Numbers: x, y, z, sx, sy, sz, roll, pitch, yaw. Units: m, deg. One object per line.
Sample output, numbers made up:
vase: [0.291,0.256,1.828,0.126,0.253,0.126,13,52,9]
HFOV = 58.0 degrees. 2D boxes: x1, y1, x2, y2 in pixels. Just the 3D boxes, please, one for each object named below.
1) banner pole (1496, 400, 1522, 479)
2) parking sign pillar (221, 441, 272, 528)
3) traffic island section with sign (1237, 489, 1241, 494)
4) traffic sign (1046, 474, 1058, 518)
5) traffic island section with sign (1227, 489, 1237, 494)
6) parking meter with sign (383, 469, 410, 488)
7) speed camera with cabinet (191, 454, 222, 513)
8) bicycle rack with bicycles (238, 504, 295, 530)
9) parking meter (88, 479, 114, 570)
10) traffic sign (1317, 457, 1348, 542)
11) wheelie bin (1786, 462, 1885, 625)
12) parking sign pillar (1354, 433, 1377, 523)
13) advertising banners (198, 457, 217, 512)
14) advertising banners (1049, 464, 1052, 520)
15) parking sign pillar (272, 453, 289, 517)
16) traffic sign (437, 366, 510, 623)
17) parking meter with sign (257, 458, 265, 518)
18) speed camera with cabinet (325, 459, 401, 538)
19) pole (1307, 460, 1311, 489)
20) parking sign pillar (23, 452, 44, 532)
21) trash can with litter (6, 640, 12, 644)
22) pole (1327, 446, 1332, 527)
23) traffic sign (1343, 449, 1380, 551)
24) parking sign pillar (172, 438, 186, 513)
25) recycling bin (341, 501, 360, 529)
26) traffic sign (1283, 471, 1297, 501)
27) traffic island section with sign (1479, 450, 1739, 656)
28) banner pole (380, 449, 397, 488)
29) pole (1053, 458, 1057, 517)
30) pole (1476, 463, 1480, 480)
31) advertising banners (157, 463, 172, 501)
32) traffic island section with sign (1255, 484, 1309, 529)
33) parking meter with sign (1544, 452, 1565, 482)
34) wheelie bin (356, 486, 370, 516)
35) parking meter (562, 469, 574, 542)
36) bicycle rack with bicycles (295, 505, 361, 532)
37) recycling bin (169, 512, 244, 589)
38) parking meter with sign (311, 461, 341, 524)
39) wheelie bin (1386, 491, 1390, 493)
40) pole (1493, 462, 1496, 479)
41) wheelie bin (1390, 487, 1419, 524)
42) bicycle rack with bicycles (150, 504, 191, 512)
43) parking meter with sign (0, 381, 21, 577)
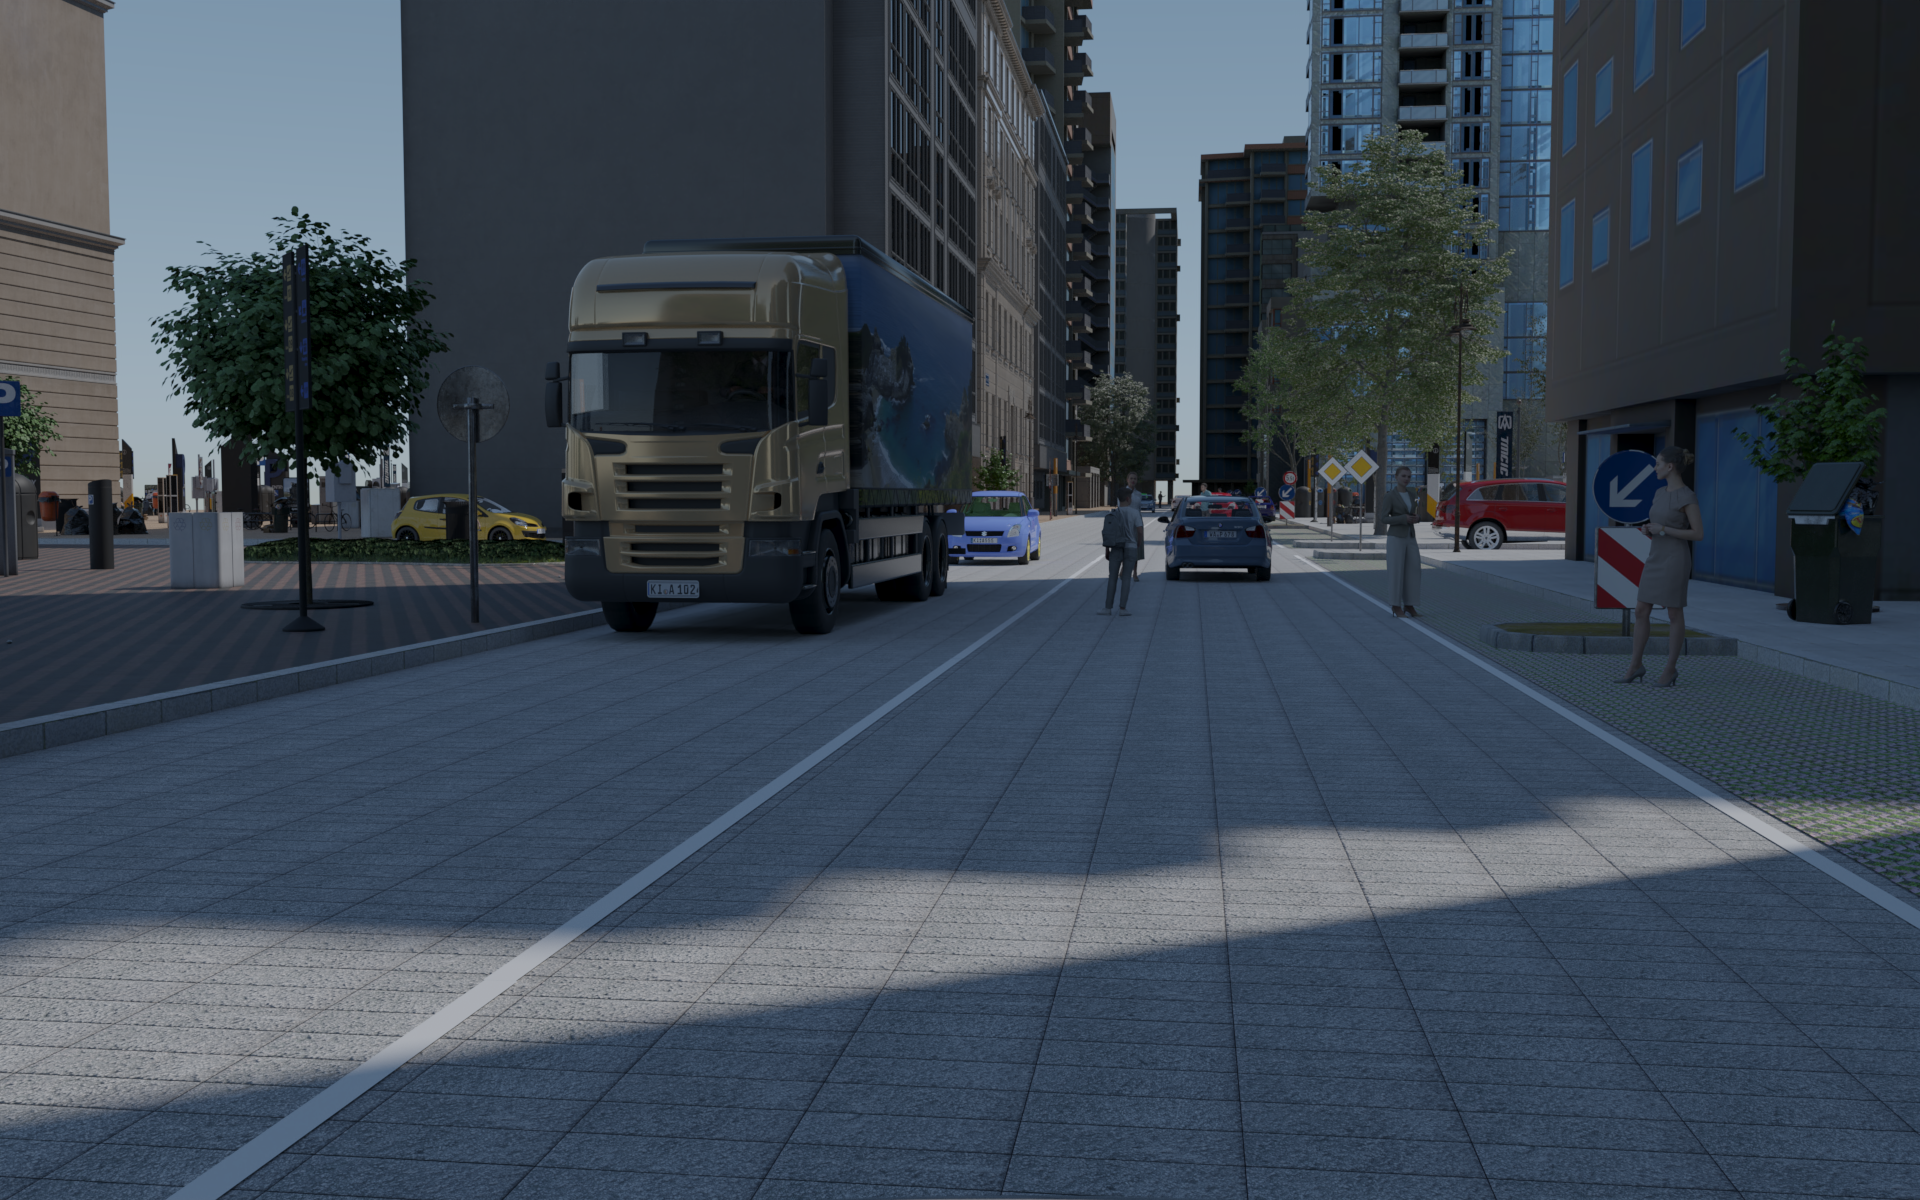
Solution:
banner pole: [14.609,-3.426,46.026,0.863,3.779,0.401,-1,4,-9]
parking sign pillar: [-27.555,-4.756,66.225,1.447,3.967,1.447,1,4,13]
traffic island section with sign: [16.941,-5.490,98.384,1.989,1.847,2.006,0,4,8]
traffic sign: [4.696,-5.277,88.403,0.606,2.300,0.079,1,4,17]
traffic island section with sign: [27.107,-10.153,174.624,1.989,1.847,2.006,0,4,8]
parking meter with sign: [-38.470,-7.434,117.802,1.738,3.016,0.543,1,4,18]
speed camera with cabinet: [-37.221,-5.633,86.428,2.038,3.252,0.660,-2,4,-30]
bicycle rack with bicycles: [-24.844,-2.978,62.075,2.925,0.926,2.852,0,4,-7]
parking meter: [-14.669,-1.295,29.577,0.372,1.533,0.369,0,3,0]
traffic sign: [10.024,-2.631,46.662,0.795,2.450,0.064,0,4,8]
wheelie bin: [8.718,-0.573,17.277,0.693,1.594,0.980,-1,4,-18]
parking sign pillar: [18.114,-5.381,76.448,1.447,3.967,1.447,1,4,11]
advertising banners: [-35.033,-5.165,80.629,0.090,3.025,2.074,-3,5,-43]
advertising banners: [4.440,-5.436,85.060,0.090,3.025,2.074,0,4,5]
parking sign pillar: [-38.175,-6.624,96.781,1.447,3.967,1.447,0,4,7]
traffic sign: [-4.840,-1.046,17.209,0.768,2.556,0.104,1,4,9]
parking meter with sign: [-30.232,-4.715,73.358,1.738,3.016,0.543,2,4,27]
speed camera with cabinet: [-17.300,-3.416,50.194,0.660,3.252,2.038,3,5,44]
pole: [20.697,-6.657,102.681,0.158,3.312,0.155,0,3,0]
parking sign pillar: [-31.489,-4.246,57.890,1.447,3.967,1.447,-2,4,-33]
trash can with litter: [-9.224,-0.255,15.228,1.678,1.210,2.233,-2,4,-24]
pole: [14.592,-4.552,68.266,0.158,3.312,0.155,0,3,0]
traffic sign: [8.969,-2.147,38.747,0.795,2.450,0.064,0,4,8]
parking sign pillar: [-37.829,-5.836,83.887,1.447,3.967,1.447,-1,4,-18]
recycling bin: [-22.850,-3.197,64.818,0.722,1.027,0.722,-1,4,-17]
traffic sign: [18.403,-5.902,96.596,0.768,2.556,0.104,1,4,12]
traffic island section with sign: [5.998,-0.469,16.292,1.989,1.847,2.006,0,4,8]
banner pole: [-25.310,-5.271,76.191,0.401,3.779,0.863,1,4,19]
pole: [5.428,-6.400,98.482,0.158,3.312,0.155,0,3,0]
pole: [34.383,-7.413,115.051,0.158,3.312,0.155,0,3,0]
advertising banners: [-44.915,-6.219,97.873,0.090,3.025,2.074,0,4,-3]
traffic island section with sign: [13.379,-3.855,71.664,1.989,1.847,2.006,0,4,8]
parking meter with sign: [24.531,-4.609,71.619,1.738,3.016,0.543,-2,4,-28]
wheelie bin: [-23.157,-3.619,67.084,0.693,1.594,0.980,2,4,32]
parking meter: [-8.971,-2.074,39.626,0.255,1.863,0.399,-1,4,-12]
bicycle rack with bicycles: [-20.712,-2.824,59.553,2.852,0.926,2.925,0,4,5]
recycling bin: [-10.361,-0.690,23.830,0.722,1.027,0.722,0,4,4]
parking meter with sign: [-26.741,-4.719,73.415,1.738,3.016,0.543,1,4,21]
wheelie bin: [27.695,-6.326,111.332,0.693,1.594,0.980,1,4,22]
pole: [34.292,-7.170,111.079,0.158,3.312,0.155,0,3,0]
wheelie bin: [19.256,-4.077,74.574,0.980,1.594,0.693,-1,4,-16]
bicycle rack with bicycles: [-50.880,-6.003,111.537,2.925,0.926,2.852,0,4,7]
parking meter with sign: [-15.168,-1.904,27.393,0.543,3.016,1.738,-2,4,-31]
